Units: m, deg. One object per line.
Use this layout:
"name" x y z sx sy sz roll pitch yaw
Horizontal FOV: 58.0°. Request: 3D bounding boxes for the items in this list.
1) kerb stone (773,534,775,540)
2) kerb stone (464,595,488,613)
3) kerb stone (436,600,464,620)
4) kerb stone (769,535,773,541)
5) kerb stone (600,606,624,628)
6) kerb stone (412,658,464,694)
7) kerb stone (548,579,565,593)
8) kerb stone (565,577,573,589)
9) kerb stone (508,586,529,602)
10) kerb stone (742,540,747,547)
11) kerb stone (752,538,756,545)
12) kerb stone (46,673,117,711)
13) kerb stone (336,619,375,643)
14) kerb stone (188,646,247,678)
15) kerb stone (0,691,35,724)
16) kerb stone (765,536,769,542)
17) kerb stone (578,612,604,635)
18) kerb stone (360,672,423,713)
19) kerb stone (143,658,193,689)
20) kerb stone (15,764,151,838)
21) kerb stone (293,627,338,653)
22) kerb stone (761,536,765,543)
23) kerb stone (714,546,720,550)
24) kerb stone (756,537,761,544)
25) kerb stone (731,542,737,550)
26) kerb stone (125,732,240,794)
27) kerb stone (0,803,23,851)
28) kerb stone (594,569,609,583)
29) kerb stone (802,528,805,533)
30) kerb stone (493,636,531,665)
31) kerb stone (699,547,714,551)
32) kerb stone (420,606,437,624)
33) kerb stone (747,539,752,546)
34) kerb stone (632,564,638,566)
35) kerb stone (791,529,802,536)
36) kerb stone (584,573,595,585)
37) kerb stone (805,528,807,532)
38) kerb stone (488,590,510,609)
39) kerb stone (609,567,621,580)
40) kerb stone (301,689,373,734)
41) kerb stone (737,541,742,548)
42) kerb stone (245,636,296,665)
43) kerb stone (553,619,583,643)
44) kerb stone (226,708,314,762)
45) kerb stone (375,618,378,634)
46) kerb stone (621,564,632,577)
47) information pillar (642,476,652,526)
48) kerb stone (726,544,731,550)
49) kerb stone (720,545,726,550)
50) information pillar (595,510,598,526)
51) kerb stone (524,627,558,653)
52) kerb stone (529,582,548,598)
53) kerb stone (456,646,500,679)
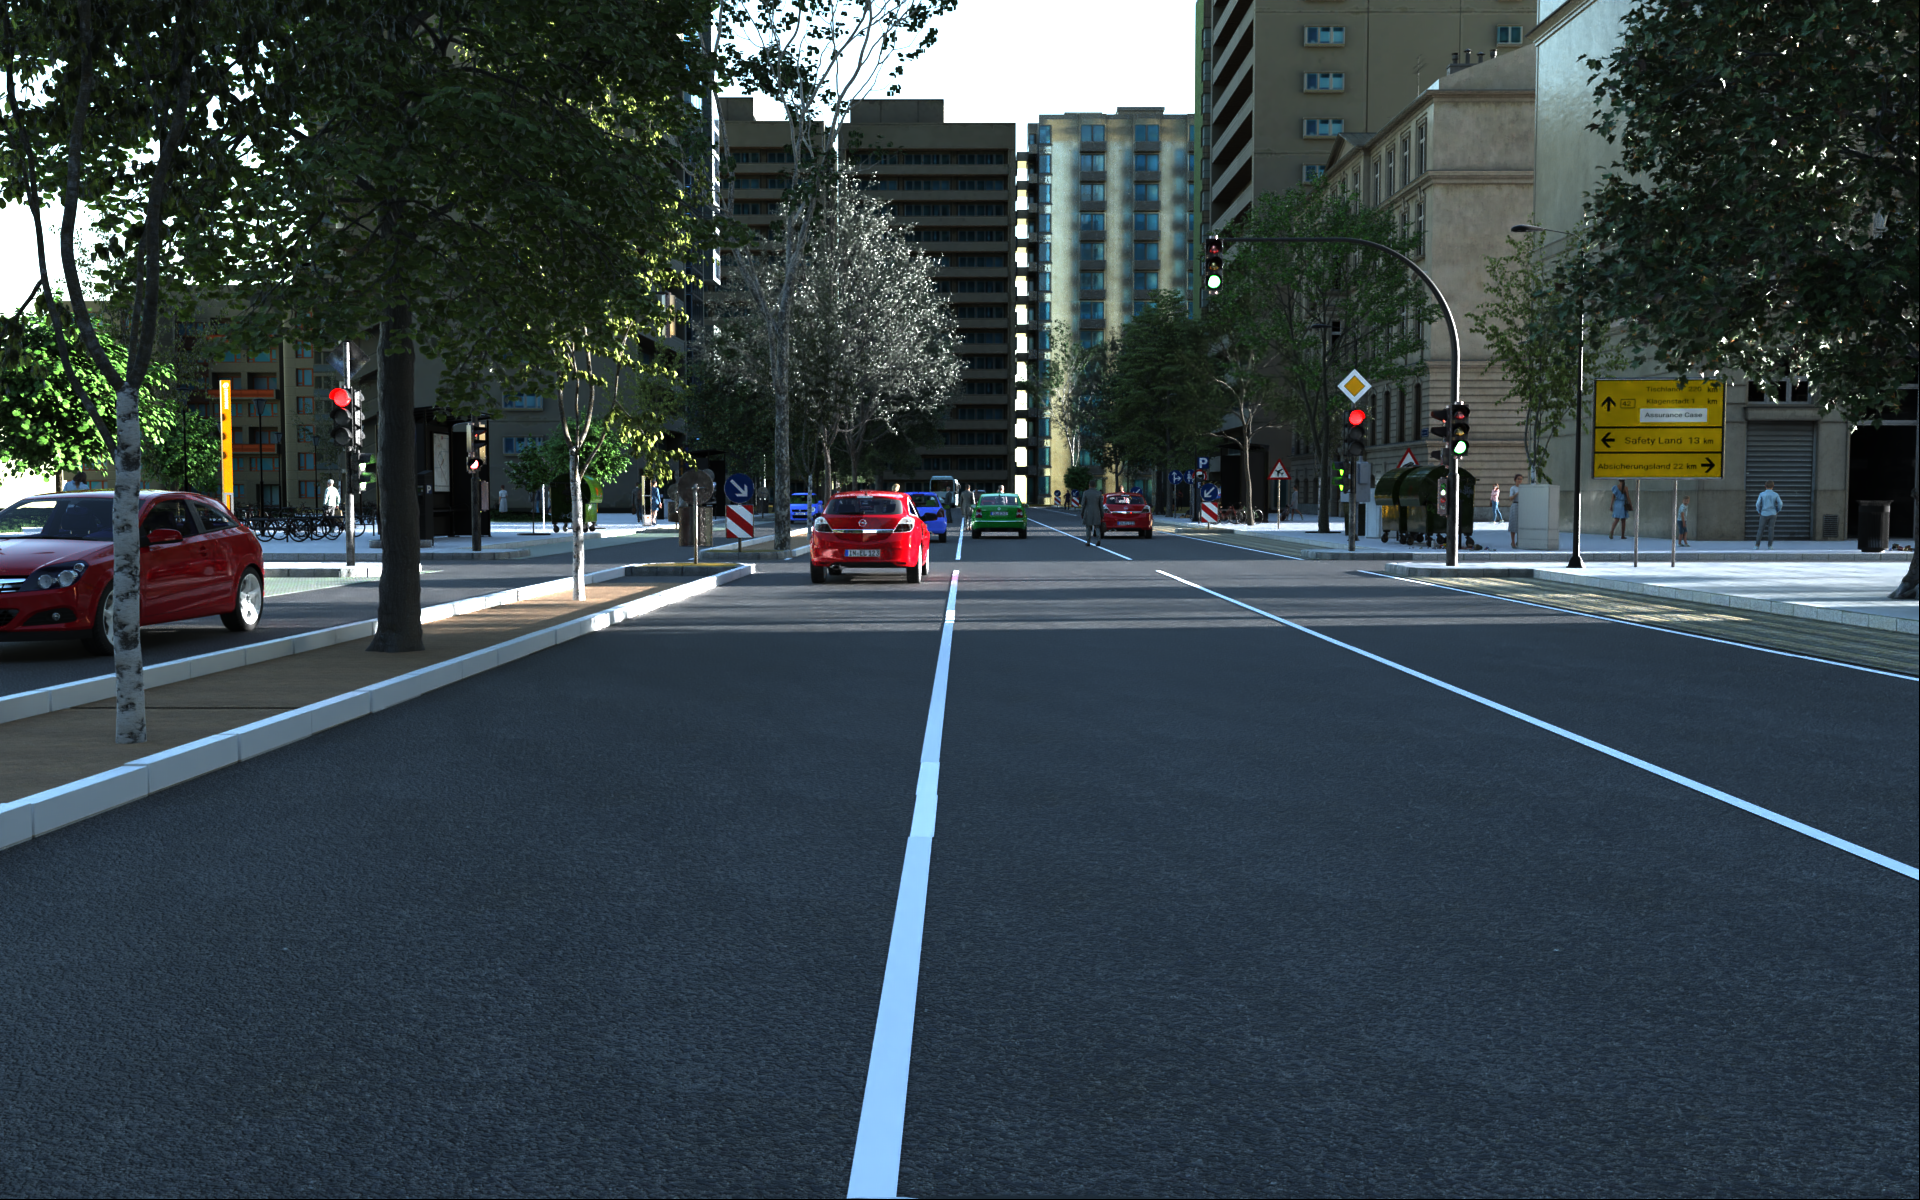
"kerb stone" -5.838 -1.908 53.394 0.120 0.150 1.000 0 4 0
"kerb stone" -5.971 0.071 21.042 0.120 0.150 1.000 0 4 0
"kerb stone" -5.973 0.133 20.016 0.120 0.150 1.000 0 4 0
"kerb stone" -5.851 -1.845 52.363 0.120 0.150 1.000 0 4 0
"kerb stone" -3.872 0.199 18.977 0.120 0.150 1.000 0 4 0
"kerb stone" -3.898 0.573 12.833 0.120 0.150 1.000 0 4 0
"kerb stone" -5.952 -0.180 25.148 0.120 0.150 1.000 0 4 0
"kerb stone" -5.945 -0.243 26.171 0.120 0.150 1.000 0 4 0
"kerb stone" -5.963 -0.055 23.094 0.120 0.150 1.000 0 4 0
"kerb stone" -5.873 -1.469 46.206 0.120 0.150 1.000 0 4 0
"kerb stone" -5.869 -1.594 48.252 0.120 0.150 1.000 0 4 0
"kerb stone" -5.999 0.634 11.830 0.120 0.150 1.000 0 4 0
"kerb stone" -5.986 0.321 16.947 0.120 0.150 1.000 0 4 0
"kerb stone" -6.000 0.509 13.878 0.120 0.150 1.000 0 4 0
"kerb stone" -6.005 0.697 10.799 0.120 0.150 1.000 0 4 0
"kerb stone" -5.845 -1.782 51.335 0.120 0.150 1.000 0 4 0
"kerb stone" -3.878 0.259 17.955 0.120 0.150 1.000 0 4 0
"kerb stone" -3.896 0.635 11.811 0.120 0.150 1.000 0 4 0
"kerb stone" -5.999 0.571 12.856 0.120 0.150 1.000 0 4 0
"kerb stone" -3.914 0.893 7.715 0.120 0.150 1.000 0 4 0
"kerb stone" -5.983 0.384 15.925 0.120 0.150 1.000 0 4 0
"kerb stone" -5.859 -1.719 50.297 0.120 0.150 1.000 0 4 0
"kerb stone" -5.893 -1.155 41.079 0.120 0.150 1.000 0 4 0
"kerb stone" -5.856 -1.655 49.275 0.120 0.150 1.000 0 4 0
"kerb stone" -5.876 -1.344 44.162 0.120 0.150 1.000 0 4 0
"kerb stone" -3.914 0.823 8.737 0.120 0.150 1.000 0 4 0
"kerb stone" -3.916 0.948 6.691 0.120 0.150 1.000 0 4 0
"kerb stone" -5.930 -0.369 28.227 0.120 0.150 1.000 0 4 0
"kerb stone" -5.808 -2.471 62.604 0.120 0.150 1.000 0 4 0
"kerb stone" -3.891 0.447 14.879 0.120 0.150 1.000 0 4 0
"kerb stone" -5.892 -1.092 40.056 0.120 0.150 1.000 0 4 0
"kerb stone" -5.976 0.198 18.991 0.120 0.150 1.000 0 4 0
"kerb stone" -5.870 -1.531 47.229 0.120 0.150 1.000 0 4 0
"kerb stone" -5.930 -0.557 31.304 0.120 0.150 1.000 0 4 0
"kerb stone" -5.814 -2.409 61.582 0.120 0.150 1.000 0 4 0
"kerb stone" -5.944 -0.301 27.200 0.120 0.150 1.000 0 4 0
"kerb stone" -5.813 -2.533 63.630 0.120 0.150 1.000 0 4 0
"kerb stone" -5.957 0.009 22.066 0.120 0.150 1.000 0 4 0
"kerb stone" -5.933 -0.431 29.249 0.120 0.150 1.000 0 4 0
"kerb stone" -3.908 0.701 10.787 0.120 0.150 1.000 0 4 0
"kerb stone" -5.877 -1.406 45.184 0.120 0.150 1.000 0 4 0
"kerb stone" -5.992 0.446 14.900 0.120 0.150 1.000 0 4 0
"kerb stone" -3.883 0.322 16.932 0.120 0.150 1.000 0 4 0
"kerb stone" -3.905 0.760 9.764 0.120 0.150 1.000 0 4 0
"kerb stone" -5.981 0.262 17.969 0.120 0.150 1.000 0 4 0
"kerb stone" -5.929 -0.494 30.278 0.120 0.150 1.000 0 4 0
"information pillar" -12.526 -3.960 69.238 0.304 2.012 0.304 -2 4 -27
"kerb stone" -5.886 -1.280 43.126 0.120 0.150 1.000 0 4 0
"kerb stone" -5.889 -1.212 42.101 0.120 0.150 1.000 0 4 0
"information pillar" -14.791 -4.805 69.914 0.183 3.616 0.504 -3 4 -36
"kerb stone" -3.896 0.385 15.901 0.120 0.150 1.000 0 4 0
"kerb stone" -5.961 -0.116 24.122 0.120 0.150 1.000 0 4 0
"kerb stone" -3.895 0.510 13.855 0.120 0.150 1.000 0 4 0
